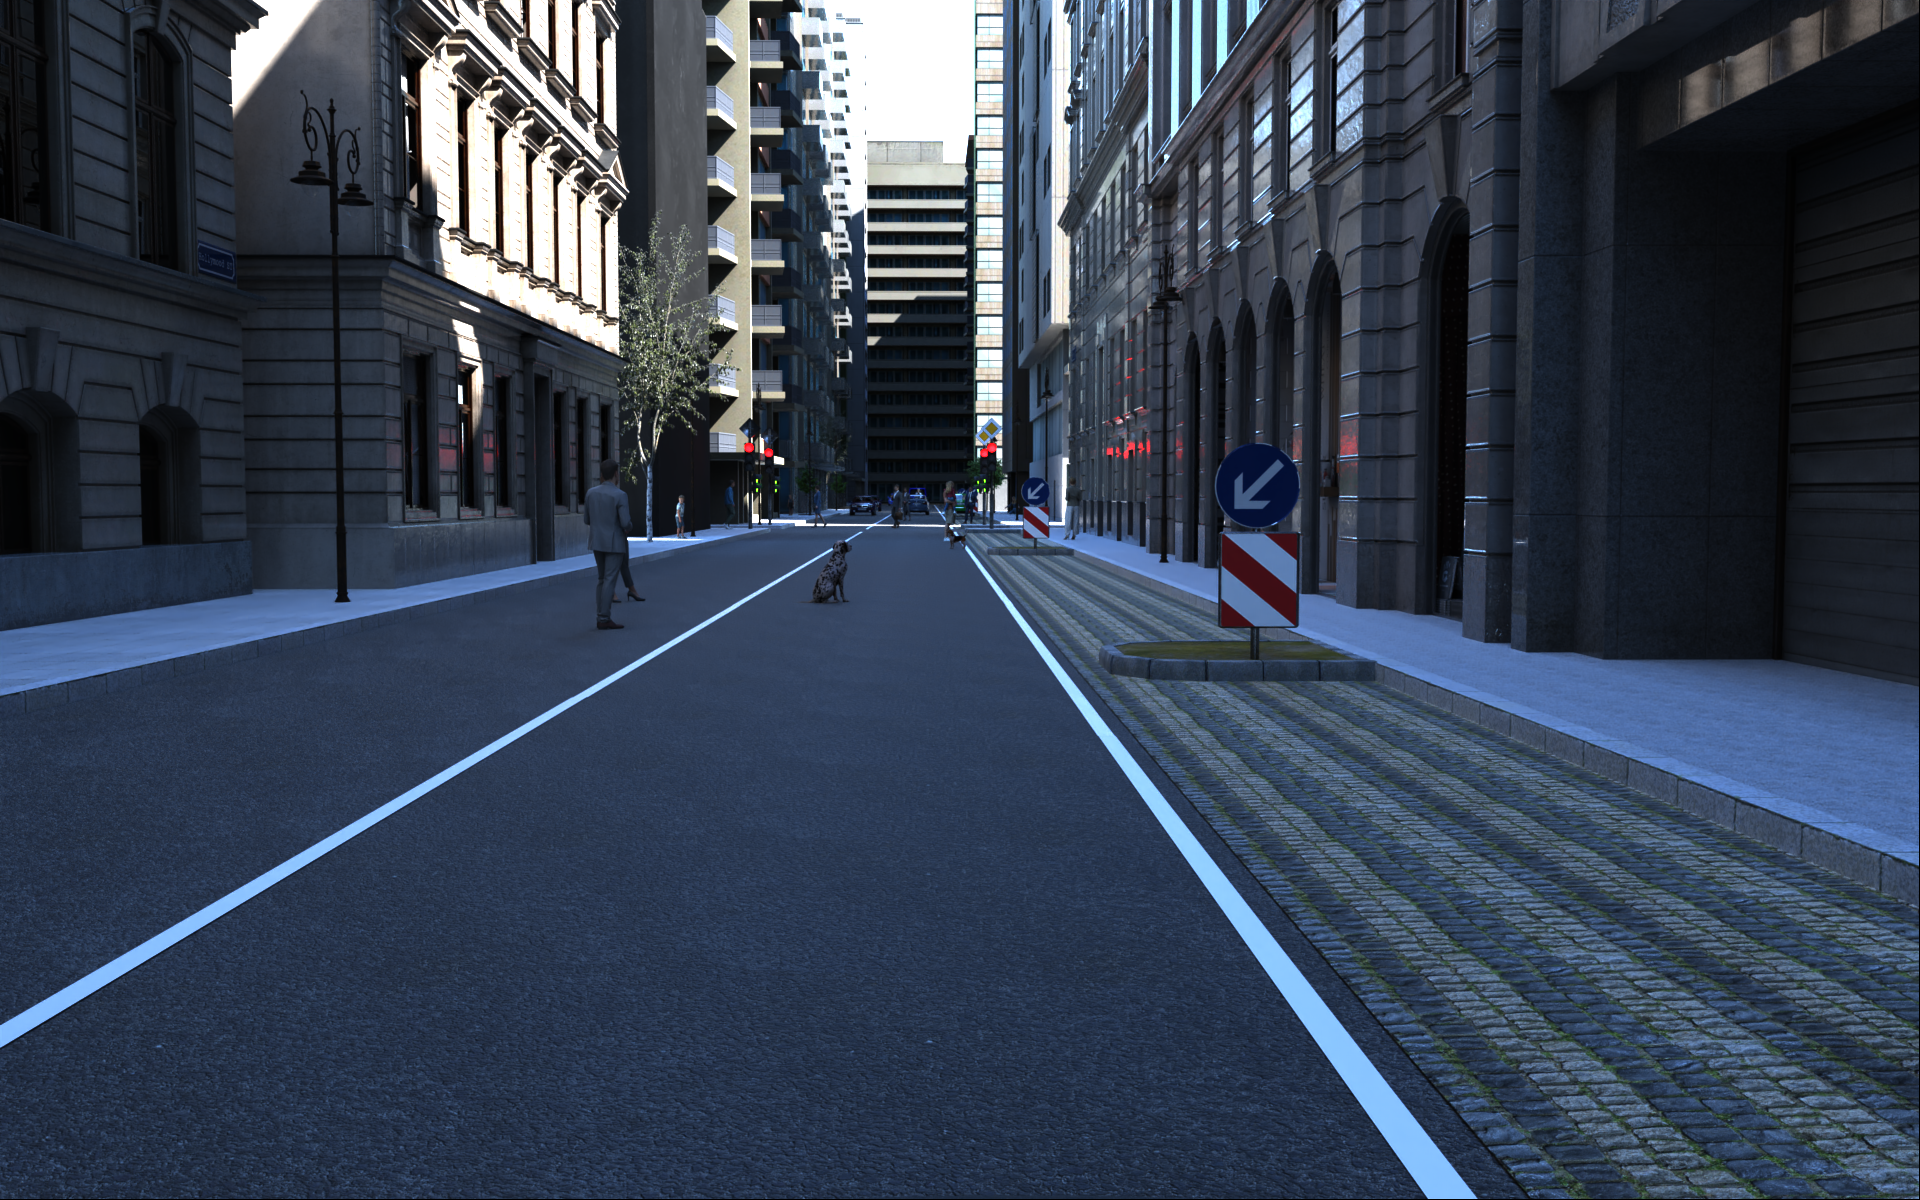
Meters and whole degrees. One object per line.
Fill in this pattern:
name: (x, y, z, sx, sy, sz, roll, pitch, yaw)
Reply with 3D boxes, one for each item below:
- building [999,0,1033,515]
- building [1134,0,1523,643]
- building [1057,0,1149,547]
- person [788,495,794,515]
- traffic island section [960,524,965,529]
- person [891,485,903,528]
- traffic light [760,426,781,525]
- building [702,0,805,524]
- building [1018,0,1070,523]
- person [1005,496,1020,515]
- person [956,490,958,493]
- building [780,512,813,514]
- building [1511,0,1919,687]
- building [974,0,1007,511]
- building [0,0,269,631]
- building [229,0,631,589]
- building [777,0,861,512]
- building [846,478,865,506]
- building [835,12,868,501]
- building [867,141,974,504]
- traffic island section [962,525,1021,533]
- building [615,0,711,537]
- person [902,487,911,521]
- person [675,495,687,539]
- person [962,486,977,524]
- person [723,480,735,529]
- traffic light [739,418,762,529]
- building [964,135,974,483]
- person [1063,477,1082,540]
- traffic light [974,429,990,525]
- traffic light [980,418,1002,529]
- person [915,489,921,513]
building: (9.993, -28.329, 113.295, 14.600, 45.320, 14.200, 0, 4, -1)
building: (10.158, -11.258, 25.876, 13.314, 21.916, 24.055, 0, 4, -1)
building: (9.823, -15.518, 50.991, 12.463, 27.353, 25.104, 0, 4, -1)
person: (-10.137, -5.692, 103.781, 0.362, 1.253, 0.373, 1, 4, 23)
traffic island section: (1.033, -3.044, 72.045, 2.009, 0.180, 2.903, 0, 4, -1)
person: (-2.647, -3.929, 72.705, 0.622, 1.834, 0.822, 2, 4, 33)
traffic light: (-7.866, -5.066, 71.742, 0.839, 4.253, 0.868, 0, 4, -1)
building: (-19.258, -26.285, 84.392, 22.147, 44.769, 28.867, 0, 4, -1)
building: (16.630, -30.473, 87.470, 27.495, 52.752, 28.713, 0, 4, -1)
person: (3.287, -5.676, 104.349, 1.012, 1.151, 0.738, 3, 5, 43)
person: (-0.235, -8.057, 140.980, 0.466, 1.731, 0.760, 0, 4, 1)
building: (-20.479, -30.717, 121.836, 23.786, 49.044, 30.456, 0, 4, -1)
building: (10.776, -11.365, 3.842, 12.078, 24.808, 19.932, 0, 4, -1)
building: (8.092, -27.900, 139.764, 14.154, 41.232, 14.086, 0, 4, -1)
building: (-13.900, -11.339, 4.473, 14.460, 24.649, 34.723, 0, 4, -1)
building: (-12.521, -10.224, 31.789, 10.561, 19.102, 19.286, 0, 4, -1)
building: (-21.540, -33.124, 161.182, 23.786, 49.044, 30.456, 0, 4, -1)
building: (-26.709, -30.411, 189.104, 32.217, 40.220, 23.993, 0, 4, -1)
building: (-25.495, -40.943, 211.416, 28.212, 58.520, 21.231, 0, 4, -1)
building: (-4.339, -37.722, 240.453, 21.600, 48.544, 21.300, 0, 4, -1)
traffic island section: (1.189, -2.555, 64.061, 2.009, 0.180, 2.903, 0, 4, -1)
building: (-17.006, -13.904, 57.006, 15.834, 23.373, 12.332, 0, 4, -1)
person: (-2.924, -5.172, 93.336, 0.520, 1.790, 0.573, 0, 4, -4)
person: (-8.021, -2.393, 49.850, 0.332, 1.250, 0.352, -3, 4, -36)
person: (0.468, -4.561, 83.261, 0.721, 1.800, 0.419, 1, 4, 17)
person: (-8.378, -3.450, 62.788, 0.444, 1.785, 0.601, -1, 4, -13)
traffic light: (-7.710, -4.577, 63.758, 0.839, 4.253, 0.868, 0, 4, -1)
building: (11.629, -33.877, 208.518, 22.147, 44.769, 28.867, 0, 4, -1)
person: (3.165, -2.581, 48.799, 0.519, 1.759, 0.362, -1, 4, -14)
traffic light: (0.993, -5.077, 71.930, 0.839, 4.253, 0.868, 0, 4, -1)
traffic light: (1.149, -4.589, 63.946, 0.839, 4.253, 0.868, 0, 4, -1)
person: (-3.216, -7.588, 132.436, 0.514, 1.842, 0.818, -2, 4, -34)
